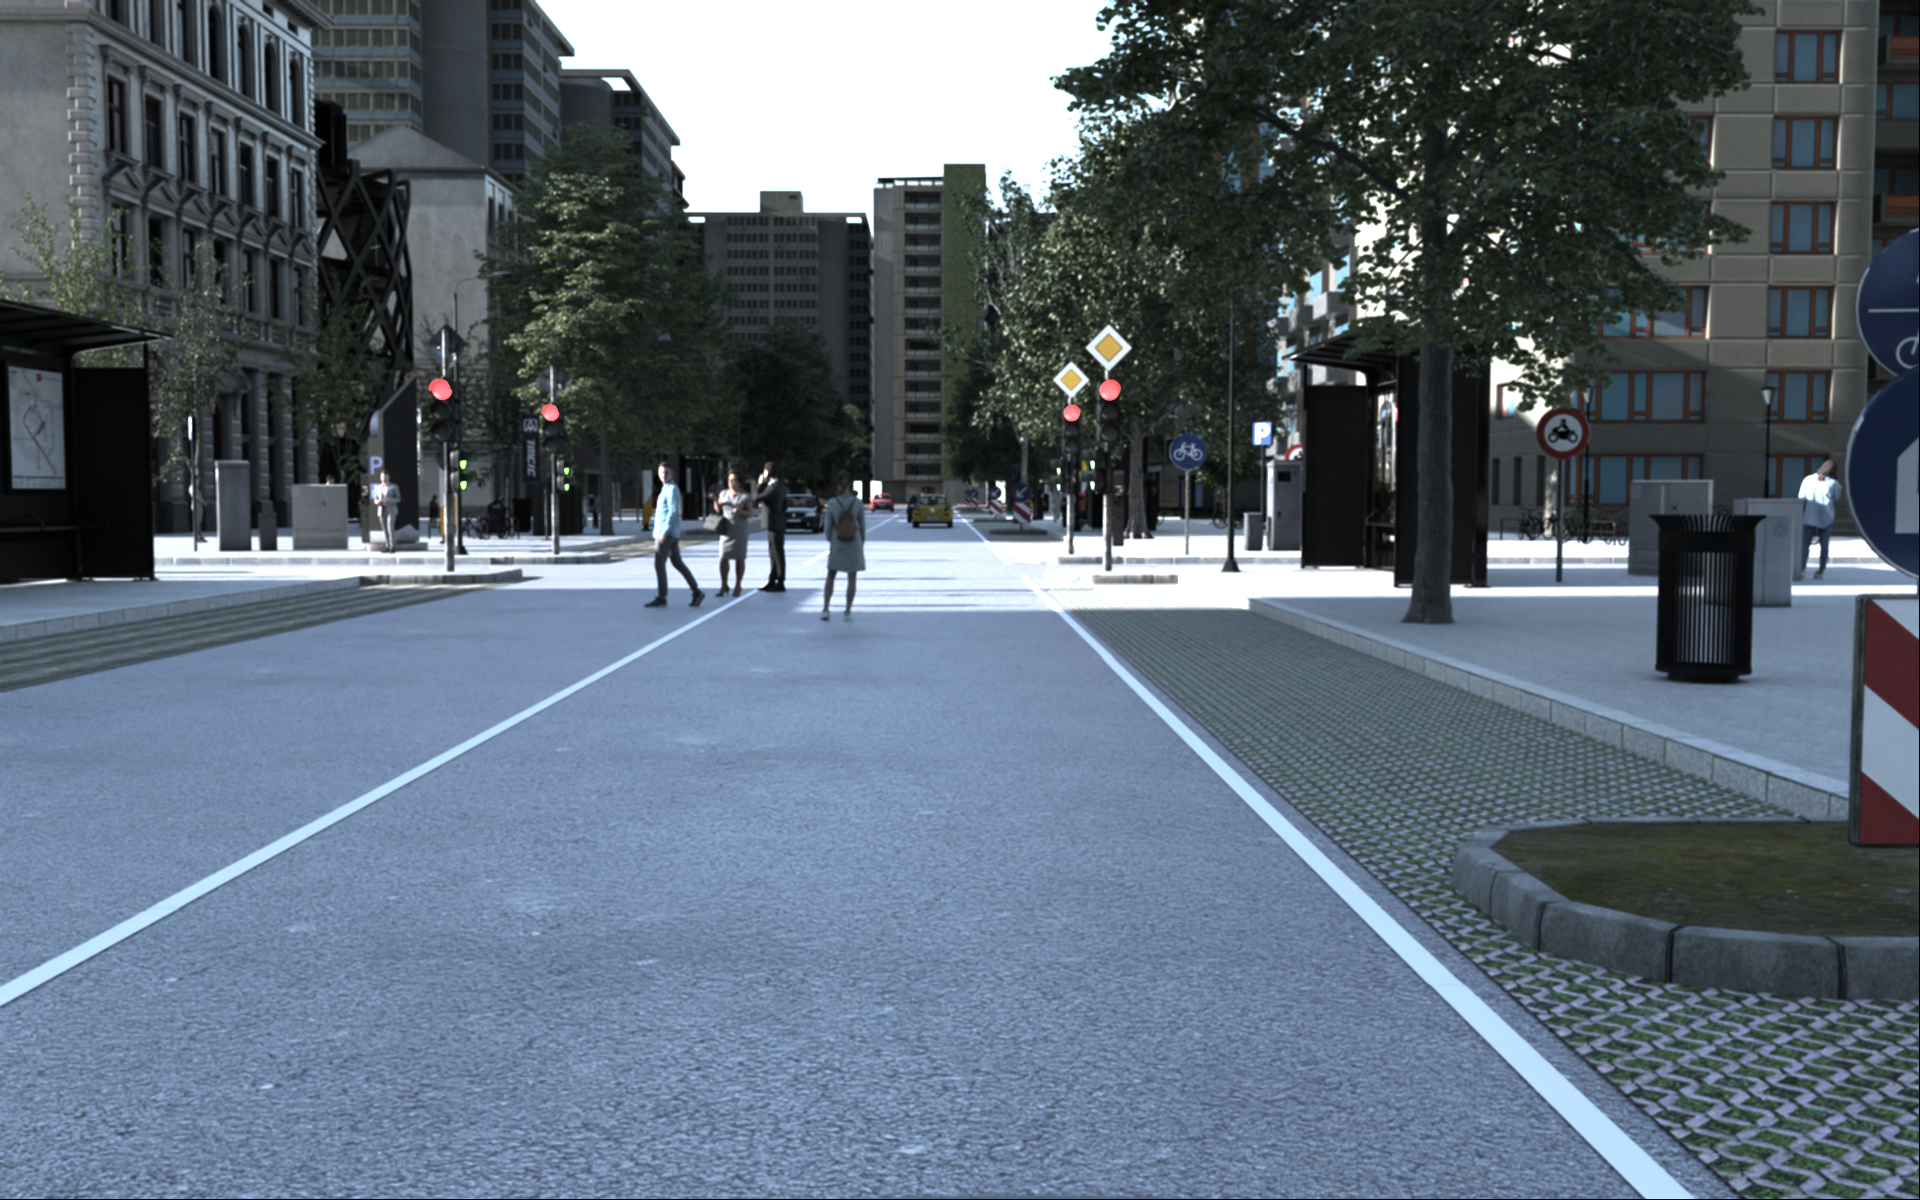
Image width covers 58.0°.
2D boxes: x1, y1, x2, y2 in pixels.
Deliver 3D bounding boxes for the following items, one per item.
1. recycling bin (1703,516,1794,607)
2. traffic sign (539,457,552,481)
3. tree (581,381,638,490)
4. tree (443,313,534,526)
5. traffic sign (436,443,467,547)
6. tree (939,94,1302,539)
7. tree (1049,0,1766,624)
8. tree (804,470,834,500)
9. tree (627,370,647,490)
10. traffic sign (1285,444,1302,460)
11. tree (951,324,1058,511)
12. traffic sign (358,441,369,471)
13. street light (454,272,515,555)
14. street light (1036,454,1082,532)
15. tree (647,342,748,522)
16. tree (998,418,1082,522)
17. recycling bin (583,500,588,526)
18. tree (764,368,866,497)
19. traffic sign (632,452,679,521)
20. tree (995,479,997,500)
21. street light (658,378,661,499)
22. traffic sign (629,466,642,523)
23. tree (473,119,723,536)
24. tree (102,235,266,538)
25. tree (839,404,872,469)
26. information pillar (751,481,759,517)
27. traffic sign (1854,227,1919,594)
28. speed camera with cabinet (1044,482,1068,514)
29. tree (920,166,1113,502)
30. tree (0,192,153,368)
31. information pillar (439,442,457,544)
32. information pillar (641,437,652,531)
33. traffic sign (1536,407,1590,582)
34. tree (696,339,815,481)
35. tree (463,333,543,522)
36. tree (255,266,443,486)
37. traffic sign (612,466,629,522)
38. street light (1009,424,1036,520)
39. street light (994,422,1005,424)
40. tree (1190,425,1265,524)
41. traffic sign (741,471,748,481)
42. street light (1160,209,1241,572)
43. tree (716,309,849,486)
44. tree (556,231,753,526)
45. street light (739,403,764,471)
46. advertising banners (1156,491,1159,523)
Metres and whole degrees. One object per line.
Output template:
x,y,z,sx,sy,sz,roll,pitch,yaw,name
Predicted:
9.096,-0.456,20.002,0.722,1.027,0.722,0,4,-3,recycling bin
-14.244,-3.608,59.090,0.768,2.556,0.104,0,4,7,traffic sign
-22.152,-9.702,108.985,4.360,8.622,3.978,0,3,0,tree
-20.621,-7.307,69.826,4.737,8.622,4.395,0,3,0,tree
-12.195,-2.536,41.565,0.768,2.556,0.104,0,4,1,traffic sign
4.954,-8.090,49.277,9.611,12.733,9.660,0,3,0,tree
4.710,-6.070,17.371,7.486,12.596,7.792,0,3,0,tree
-13.251,-10.810,160.461,4.285,4.588,4.351,0,3,0,tree
-18.934,-8.916,96.136,4.737,8.622,4.395,0,3,0,tree
8.581,-2.670,43.760,0.768,2.556,0.104,0,4,6,traffic sign
3.802,-13.580,128.691,9.857,13.997,8.962,0,3,0,tree
-13.689,-2.468,40.459,0.768,2.556,0.104,0,4,6,traffic sign
-10.024,-3.906,36.406,1.470,5.913,1.316,0,4,-1,street light
3.482,-5.303,59.247,1.470,5.913,1.316,0,4,-1,street light
-11.847,-7.938,80.149,4.737,8.622,4.395,0,3,0,tree
4.261,-7.805,77.970,4.360,8.622,3.978,0,3,0,tree
-15.253,-3.429,68.622,0.722,1.027,0.722,2,4,29,recycling bin
-12.912,-14.416,152.711,9.611,12.733,9.660,0,3,0,tree
-14.713,-5.496,83.729,2.265,3.308,0.079,0,4,4,traffic sign
3.854,-13.530,171.578,4.360,8.622,3.978,0,3,0,tree
-10.319,-5.500,62.467,1.470,5.913,1.316,0,4,-1,street light
-14.424,-4.732,77.478,0.768,2.556,0.104,0,4,3,traffic sign
-11.395,-8.276,53.435,7.486,12.596,7.792,0,3,0,tree
-21.720,-6.001,48.473,4.360,8.622,3.978,0,3,0,tree
-12.856,-15.775,183.670,9.928,11.665,9.643,0,3,0,tree
-11.436,-5.626,96.477,0.304,2.012,0.304,2,4,31,information pillar
4.635,-0.500,8.277,0.768,2.556,0.104,0,4,6,traffic sign
5.967,-7.194,111.952,2.038,3.252,0.660,0,4,-3,speed camera with cabinet
4.143,-14.858,98.812,12.611,20.169,13.585,0,3,0,tree
-21.471,-5.601,41.947,4.737,8.622,4.395,0,3,0,tree
-13.193,-3.262,44.689,0.504,3.616,0.183,-1,4,-14,information pillar
-10.881,-4.211,60.198,0.183,3.616,0.504,2,4,25,information pillar
8.768,-1.539,25.270,0.768,2.556,0.104,0,4,4,traffic sign
-12.608,-10.448,105.238,8.767,10.594,7.601,1,4,17,tree
-20.895,-7.900,79.526,4.360,8.622,3.978,0,3,0,tree
-19.932,-6.414,55.231,4.737,8.622,4.395,0,3,0,tree
-15.580,-4.856,79.391,0.884,2.594,0.081,0,4,5,traffic sign
3.141,-6.897,85.302,1.470,5.913,1.316,0,4,-1,street light
2.791,-8.490,111.357,1.470,5.913,1.316,0,4,-1,street light
11.262,-5.514,73.869,4.285,4.588,4.351,0,3,0,tree
-12.538,-6.100,99.469,0.795,2.593,0.064,0,4,7,traffic sign
3.914,-3.413,28.342,1.470,5.913,1.316,0,4,-1,street light
-12.520,-13.122,121.193,9.857,13.997,8.962,0,3,0,tree
-12.033,-8.785,69.384,9.928,11.665,9.643,0,3,0,tree
-10.719,-7.094,88.521,1.470,5.913,1.316,0,4,-1,street light
8.387,-4.987,77.731,0.090,3.025,2.074,-2,4,-23,advertising banners
